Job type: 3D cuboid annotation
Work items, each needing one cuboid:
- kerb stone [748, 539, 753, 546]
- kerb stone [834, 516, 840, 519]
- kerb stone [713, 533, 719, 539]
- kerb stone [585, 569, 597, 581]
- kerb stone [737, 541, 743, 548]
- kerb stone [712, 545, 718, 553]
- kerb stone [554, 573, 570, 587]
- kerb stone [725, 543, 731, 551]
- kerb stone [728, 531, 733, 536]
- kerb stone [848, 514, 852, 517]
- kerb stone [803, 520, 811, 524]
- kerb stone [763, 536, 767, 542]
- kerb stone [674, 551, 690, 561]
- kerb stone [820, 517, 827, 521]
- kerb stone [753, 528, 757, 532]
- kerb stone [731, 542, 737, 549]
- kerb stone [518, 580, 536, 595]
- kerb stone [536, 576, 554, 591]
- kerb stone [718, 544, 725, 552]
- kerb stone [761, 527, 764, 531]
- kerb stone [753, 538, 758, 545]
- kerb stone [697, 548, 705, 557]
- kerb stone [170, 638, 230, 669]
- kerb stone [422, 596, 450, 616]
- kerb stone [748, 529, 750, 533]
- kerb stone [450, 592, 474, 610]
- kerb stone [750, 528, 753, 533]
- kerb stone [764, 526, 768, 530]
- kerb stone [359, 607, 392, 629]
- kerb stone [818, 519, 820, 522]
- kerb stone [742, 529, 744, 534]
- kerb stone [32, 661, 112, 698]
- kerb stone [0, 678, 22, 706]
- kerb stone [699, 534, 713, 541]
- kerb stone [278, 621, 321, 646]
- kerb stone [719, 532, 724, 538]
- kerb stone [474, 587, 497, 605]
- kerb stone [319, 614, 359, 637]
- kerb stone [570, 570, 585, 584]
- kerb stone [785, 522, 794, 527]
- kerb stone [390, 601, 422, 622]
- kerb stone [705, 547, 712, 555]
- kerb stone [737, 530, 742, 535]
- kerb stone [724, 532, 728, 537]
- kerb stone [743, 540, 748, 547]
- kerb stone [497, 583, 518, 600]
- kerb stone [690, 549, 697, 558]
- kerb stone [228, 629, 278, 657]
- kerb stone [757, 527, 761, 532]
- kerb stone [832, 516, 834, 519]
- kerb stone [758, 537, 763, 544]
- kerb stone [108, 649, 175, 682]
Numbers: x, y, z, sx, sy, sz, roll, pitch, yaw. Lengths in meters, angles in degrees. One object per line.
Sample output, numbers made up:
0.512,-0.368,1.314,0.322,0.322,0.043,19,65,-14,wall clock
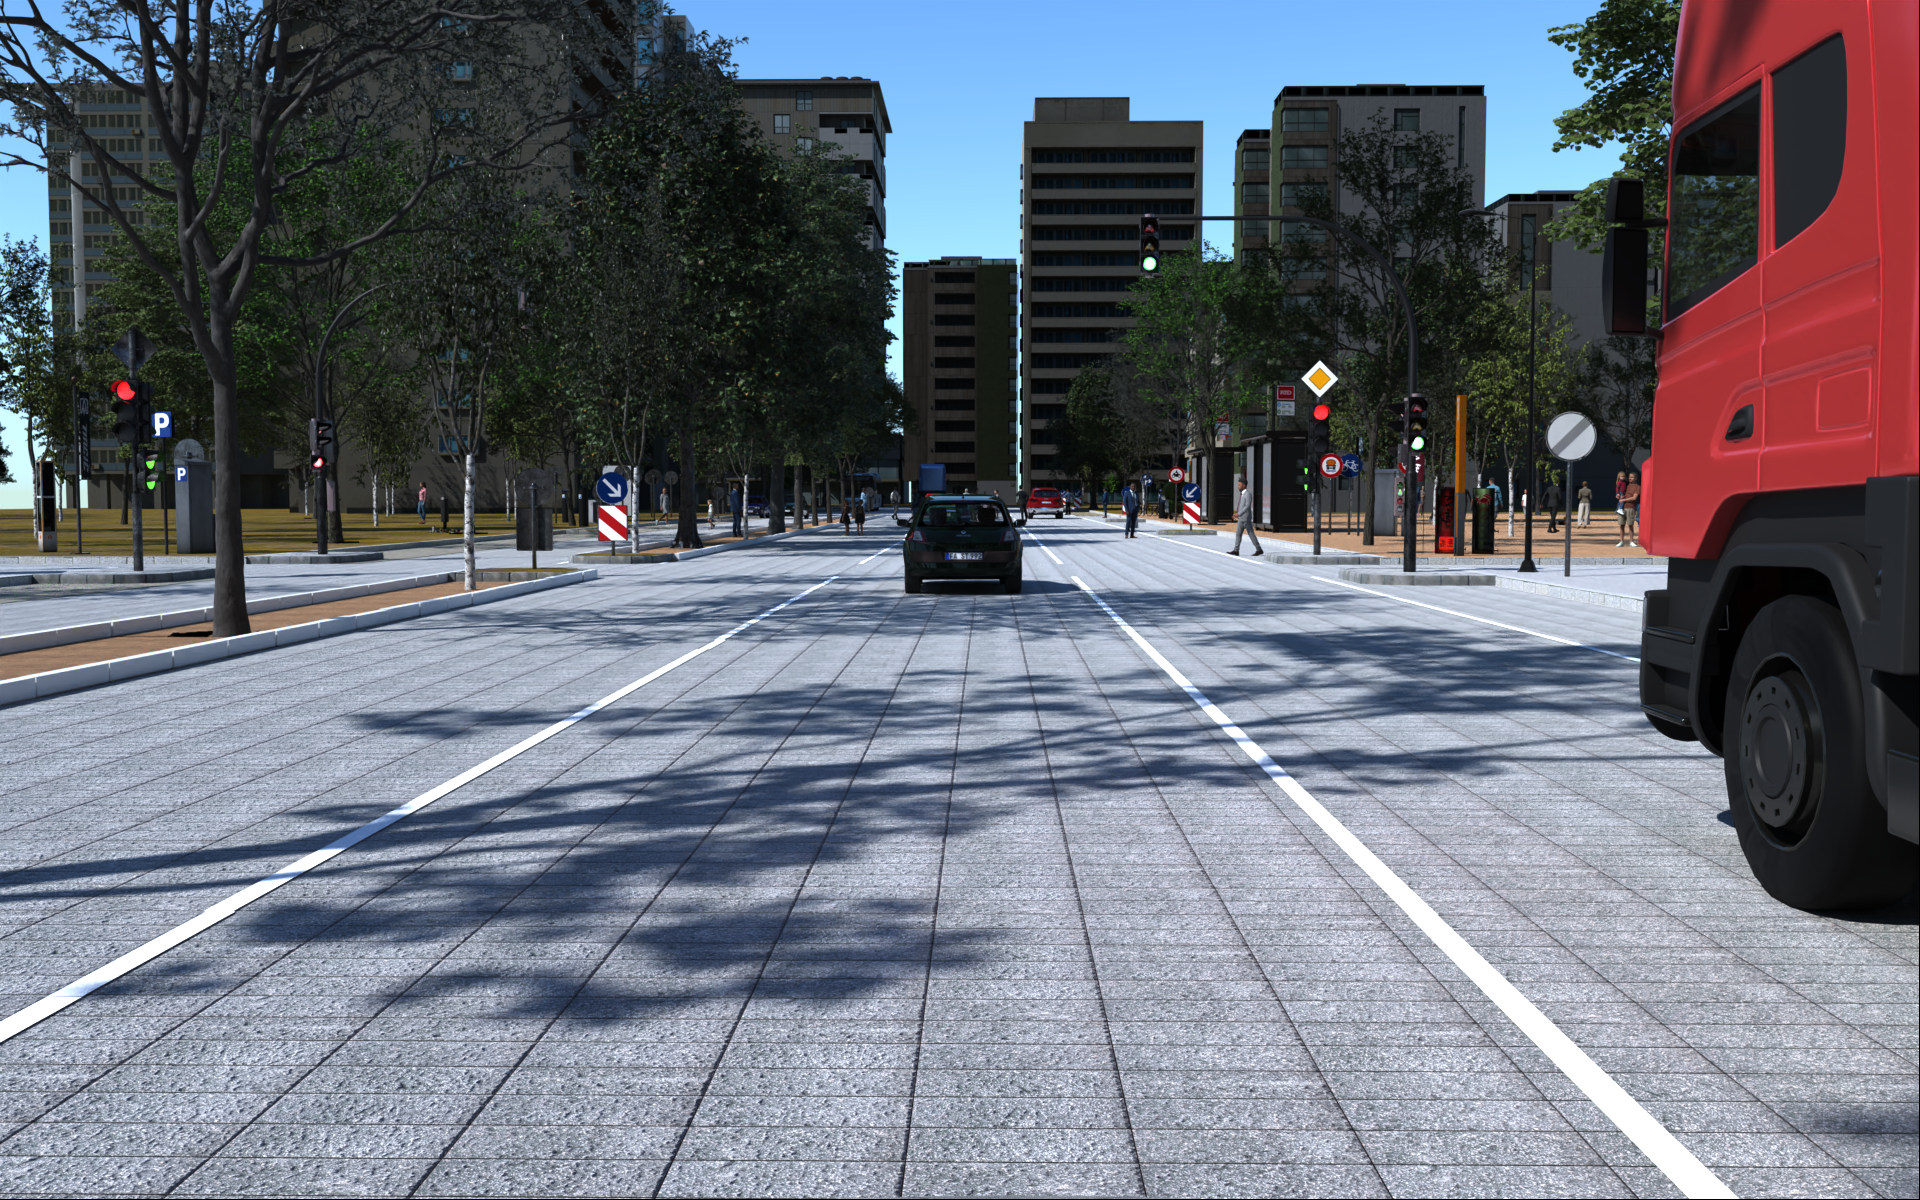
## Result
-5.941,-1.582,48.064,0.120,0.150,1.000,0,4,1,kerb stone
-7.174,-4.777,100.302,0.120,0.150,1.000,0,4,1,kerb stone
-7.912,-2.021,55.237,0.120,0.150,1.000,0,4,1,kerb stone
-6.250,-0.418,29.031,0.120,0.150,1.000,0,4,1,kerb stone
-5.976,-1.454,46.015,0.120,0.150,1.000,0,4,1,kerb stone
-6.047,-1.203,41.914,0.120,0.150,1.000,0,4,1,kerb stone
-6.293,-0.293,26.985,0.120,0.150,1.000,0,4,1,kerb stone
-6.006,-1.331,43.963,0.120,0.150,1.000,0,4,1,kerb stone
-7.867,-2.209,58.311,0.120,0.150,1.000,0,4,1,kerb stone
-6.994,-5.403,110.542,0.120,0.150,1.000,0,4,1,kerb stone
-7.450,-3.774,83.912,0.120,0.150,1.000,0,4,1,kerb stone
-5.884,-1.771,51.144,0.120,0.150,1.000,0,4,1,kerb stone
-6.103,-0.955,37.803,0.120,0.150,1.000,0,4,1,kerb stone
-7.303,-4.276,92.113,0.120,0.150,1.000,0,4,1,kerb stone
-7.768,-2.585,64.456,0.120,0.150,1.000,0,4,1,kerb stone
-5.991,-1.394,44.993,0.120,0.150,1.000,0,4,1,kerb stone
-6.327,-0.168,24.941,0.120,0.150,1.000,0,4,1,kerb stone
-6.309,-0.223,25.964,0.120,0.150,1.000,0,4,1,kerb stone
-6.018,-1.269,42.936,0.120,0.150,1.000,0,4,1,kerb stone
-7.734,-2.710,66.500,0.120,0.150,1.000,0,4,1,kerb stone
-5.925,-1.645,49.086,0.120,0.150,1.000,0,4,1,kerb stone
-6.077,-1.081,39.870,0.120,0.150,1.000,0,4,1,kerb stone
-6.495,0.458,14.702,0.120,0.150,1.000,0,4,1,kerb stone
-6.390,0.083,20.849,0.120,0.150,1.000,0,4,1,kerb stone
-7.800,-2.459,62.405,0.120,0.150,1.000,0,4,1,kerb stone
-6.375,0.020,21.871,0.120,0.150,1.000,0,4,1,kerb stone
-7.785,-2.518,63.428,0.120,0.150,1.000,0,4,1,kerb stone
-7.712,-2.772,67.522,0.120,0.150,1.000,0,4,1,kerb stone
-6.426,0.216,18.806,0.120,0.150,1.000,0,4,1,kerb stone
-7.376,-4.023,88.009,0.120,0.150,1.000,0,4,1,kerb stone
-7.826,-2.396,61.378,0.120,0.150,1.000,0,4,1,kerb stone
-6.532,0.584,12.655,0.120,0.150,1.000,0,4,1,kerb stone
-6.544,0.648,11.634,0.120,0.150,1.000,0,4,1,kerb stone
-7.941,-1.958,54.209,0.120,0.150,1.000,0,4,1,kerb stone
-6.461,0.335,16.756,0.120,0.150,1.000,0,4,1,kerb stone
-7.896,-2.083,56.259,0.120,0.150,1.000,0,4,1,kerb stone
-6.351,-0.039,22.896,0.120,0.150,1.000,0,4,1,kerb stone
-6.442,0.270,17.783,0.120,0.150,1.000,0,4,1,kerb stone
-6.282,-0.353,28.007,0.120,0.150,1.000,0,4,1,kerb stone
-7.564,-3.336,76.743,0.120,0.150,1.000,0,4,1,kerb stone
-6.414,0.145,19.827,0.120,0.150,1.000,0,4,1,kerb stone
-6.052,-1.138,40.892,0.120,0.150,1.000,0,4,1,kerb stone
-7.834,-2.327,60.356,0.120,0.150,1.000,0,4,1,kerb stone
-7.888,-2.146,57.289,0.120,0.150,1.000,0,4,1,kerb stone
-5.961,-1.518,47.037,0.120,0.150,1.000,0,4,1,kerb stone
-6.336,-0.105,23.917,0.120,0.150,1.000,0,4,1,kerb stone
-6.097,-1.012,38.830,0.120,0.150,1.000,0,4,1,kerb stone
-6.485,0.395,15.733,0.120,0.150,1.000,0,4,1,kerb stone
-7.745,-2.647,65.478,0.120,0.150,1.000,0,4,1,kerb stone
-7.235,-4.527,96.208,0.120,0.150,1.000,0,4,1,kerb stone
-5.900,-1.708,50.116,0.120,0.150,1.000,0,4,1,kerb stone
-6.517,0.524,13.677,0.120,0.150,1.000,0,4,1,kerb stone
